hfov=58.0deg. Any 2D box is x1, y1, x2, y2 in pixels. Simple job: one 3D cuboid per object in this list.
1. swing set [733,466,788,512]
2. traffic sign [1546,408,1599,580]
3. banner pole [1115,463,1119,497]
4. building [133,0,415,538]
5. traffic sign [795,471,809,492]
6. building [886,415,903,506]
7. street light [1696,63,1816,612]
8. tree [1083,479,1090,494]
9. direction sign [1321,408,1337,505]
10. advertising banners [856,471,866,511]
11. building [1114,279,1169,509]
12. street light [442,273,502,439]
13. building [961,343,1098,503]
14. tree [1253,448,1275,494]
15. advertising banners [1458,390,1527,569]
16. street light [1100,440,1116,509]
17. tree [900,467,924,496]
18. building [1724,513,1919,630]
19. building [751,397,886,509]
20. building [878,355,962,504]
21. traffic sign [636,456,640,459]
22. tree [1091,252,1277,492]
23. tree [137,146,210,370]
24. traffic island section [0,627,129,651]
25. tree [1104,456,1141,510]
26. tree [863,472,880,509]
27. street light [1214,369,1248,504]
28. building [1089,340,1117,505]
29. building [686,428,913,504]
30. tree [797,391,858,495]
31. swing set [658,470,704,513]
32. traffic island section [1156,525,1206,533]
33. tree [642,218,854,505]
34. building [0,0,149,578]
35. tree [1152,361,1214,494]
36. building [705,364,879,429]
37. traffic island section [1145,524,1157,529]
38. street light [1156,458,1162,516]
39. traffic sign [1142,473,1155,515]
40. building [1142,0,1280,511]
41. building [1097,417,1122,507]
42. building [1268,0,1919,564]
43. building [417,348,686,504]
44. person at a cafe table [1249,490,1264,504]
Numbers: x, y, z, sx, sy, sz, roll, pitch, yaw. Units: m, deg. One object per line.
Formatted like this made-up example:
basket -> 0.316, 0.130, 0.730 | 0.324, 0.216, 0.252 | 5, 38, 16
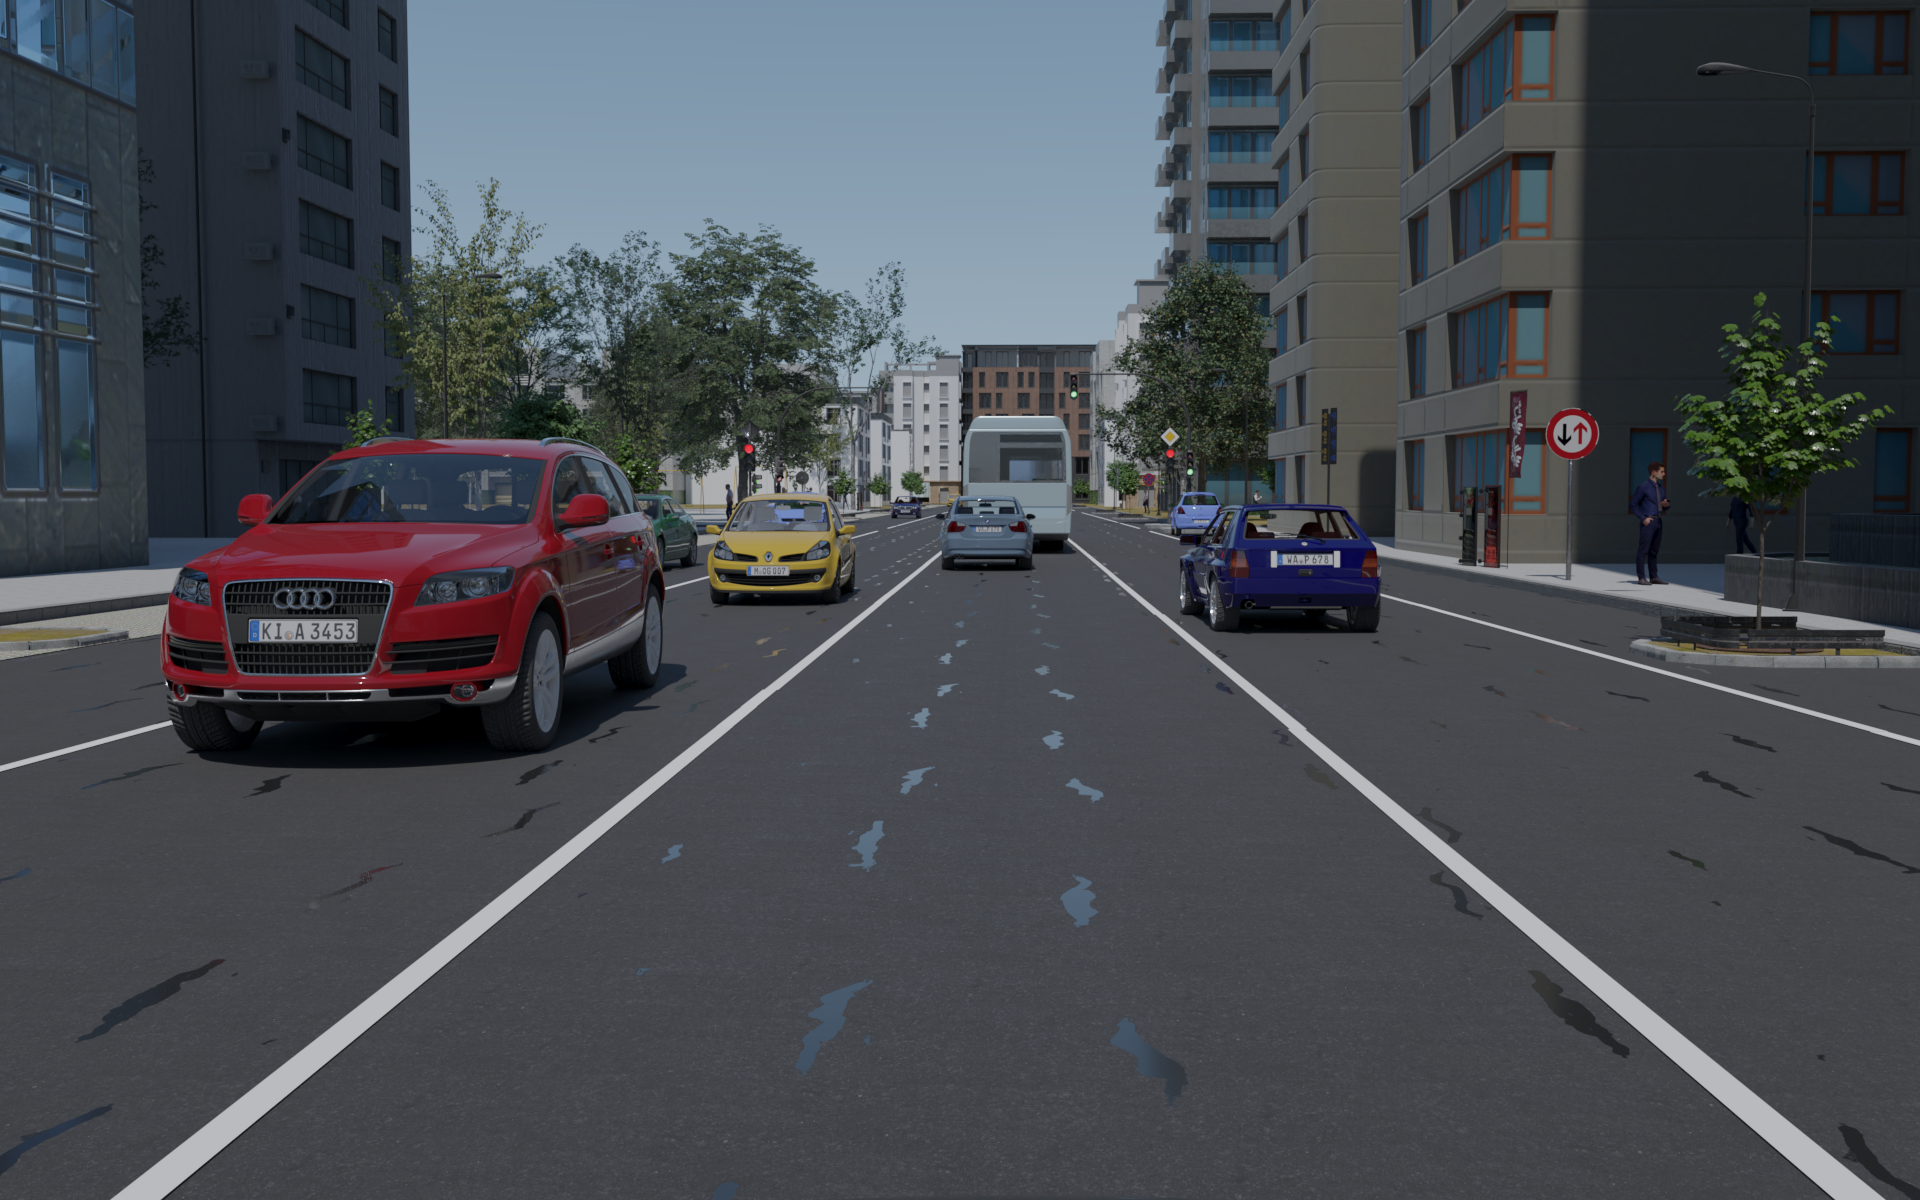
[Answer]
swing set -> -11.018, -6.073, 96.917 | 3.119, 2.851, 2.862 | 0, 4, -1
traffic sign -> 9.053, -1.565, 25.695 | 0.768, 2.556, 0.104 | 0, 4, 4
banner pole -> 12.603, -9.117, 139.072 | 0.401, 3.779, 0.863 | -1, 4, -12
building -> -26.313, -17.436, 56.773 | 14.107, 30.474, 14.160 | 0, 4, 2
traffic sign -> -8.710, -5.844, 95.659 | 0.768, 2.556, 0.104 | 0, 4, 2
building -> -12.053, -15.326, 192.732 | 9.099, 9.664, 28.070 | 0, 4, 2
street light -> 8.637, -2.830, 18.820 | 1.470, 5.913, 1.316 | 0, 4, 2
tree -> 16.709, -14.104, 225.194 | 1.663, 3.219, 1.824 | 0, 3, 0
direction sign -> 9.747, -3.290, 45.796 | 0.379, 3.537, 0.876 | -1, 4, -13
advertising banners -> -7.524, -8.314, 132.119 | 0.090, 3.025, 2.074 | 1, 4, 17
building -> 22.261, -18.448, 158.038 | 16.016, 20.091, 11.380 | 0, 4, 2
street light -> -10.304, -3.913, 36.518 | 1.470, 5.913, 1.316 | 0, 4, 2
building -> 16.813, -24.636, 246.777 | 32.646, 21.610, 27.936 | 0, 4, 2
tree -> 11.813, -4.227, 63.705 | 1.663, 3.219, 1.824 | 0, 3, 0
advertising banners -> 9.242, -2.071, 30.054 | 0.090, 3.025, 2.074 | -1, 4, -13
street light -> 12.659, -10.737, 148.087 | 1.470, 5.913, 1.316 | 0, 4, 2
tree -> -5.934, -14.037, 213.222 | 4.285, 4.588, 4.351 | 0, 3, 0
building -> 18.475, -28.488, 7.776 | 21.231, 58.520, 28.212 | 0, 4, 2
building -> -12.827, -13.542, 163.551 | 9.099, 9.664, 28.070 | 0, 4, 2
building -> -5.383, -23.542, 241.337 | 11.380, 20.091, 16.016 | 0, 4, 2
traffic sign -> -10.050, -3.218, 52.714 | 0.768, 2.556, 0.104 | 0, 4, 6
tree -> 11.485, -10.110, 82.305 | 9.611, 12.733, 9.660 | 0, 3, 0
tree -> -21.449, -6.451, 39.881 | 8.767, 10.594, 7.601 | 0, 4, 7
traffic island section -> -9.184, 0.384, 16.587 | 1.991, 0.108, 1.994 | 0, 4, 2
tree -> 13.489, -9.821, 144.284 | 4.285, 4.588, 4.351 | 0, 3, 0
tree -> -7.351, -9.588, 151.366 | 1.663, 3.219, 1.824 | 0, 3, 0
street light -> 10.082, -5.609, 64.249 | 1.470, 5.913, 1.316 | 0, 4, 2
building -> 24.620, -20.855, 207.436 | 16.747, 18.905, 31.486 | 0, 4, 2
building -> -20.319, -17.035, 220.668 | 28.070, 9.664, 9.099 | 0, 4, 2
tree -> -9.262, -10.185, 116.888 | 4.737, 8.622, 4.395 | 0, 3, 0
swing set -> -18.187, -7.081, 113.399 | 3.119, 2.851, 2.862 | -1, 4, -13
traffic island section -> 8.610, -2.622, 65.155 | 2.009, 0.180, 2.903 | 0, 4, 2
tree -> -10.073, -10.668, 81.077 | 9.857, 13.997, 8.962 | 0, 3, 0
building -> -24.206, -42.852, 13.297 | 22.319, 86.520, 31.000 | 0, 4, 2
tree -> 13.120, -9.023, 97.888 | 4.737, 8.622, 4.395 | 0, 3, 0
building -> -26.793, -23.064, 243.548 | 31.486, 18.905, 16.747 | 0, 4, 2
traffic island section -> 8.860, -3.110, 73.136 | 2.009, 0.180, 2.903 | 0, 4, 2
street light -> 11.256, -7.958, 102.656 | 1.470, 5.913, 1.316 | 0, 4, 2
traffic sign -> 11.569, -6.492, 106.249 | 0.768, 2.556, 0.104 | 0, 4, 7
building -> 25.552, -30.764, 122.605 | 23.786, 49.044, 30.456 | 0, 4, 2
building -> 19.299, -14.434, 178.148 | 9.099, 9.664, 28.070 | 0, 4, 2
building -> 24.145, -12.244, 45.234 | 27.650, 21.520, 28.899 | 0, 4, 2
building -> -50.193, -21.487, 217.768 | 31.486, 18.905, 16.747 | 0, 4, 2
person at a cafe table -> 18.312, -5.891, 104.830 | 1.622, 1.524, 1.698 | 0, 4, 4
